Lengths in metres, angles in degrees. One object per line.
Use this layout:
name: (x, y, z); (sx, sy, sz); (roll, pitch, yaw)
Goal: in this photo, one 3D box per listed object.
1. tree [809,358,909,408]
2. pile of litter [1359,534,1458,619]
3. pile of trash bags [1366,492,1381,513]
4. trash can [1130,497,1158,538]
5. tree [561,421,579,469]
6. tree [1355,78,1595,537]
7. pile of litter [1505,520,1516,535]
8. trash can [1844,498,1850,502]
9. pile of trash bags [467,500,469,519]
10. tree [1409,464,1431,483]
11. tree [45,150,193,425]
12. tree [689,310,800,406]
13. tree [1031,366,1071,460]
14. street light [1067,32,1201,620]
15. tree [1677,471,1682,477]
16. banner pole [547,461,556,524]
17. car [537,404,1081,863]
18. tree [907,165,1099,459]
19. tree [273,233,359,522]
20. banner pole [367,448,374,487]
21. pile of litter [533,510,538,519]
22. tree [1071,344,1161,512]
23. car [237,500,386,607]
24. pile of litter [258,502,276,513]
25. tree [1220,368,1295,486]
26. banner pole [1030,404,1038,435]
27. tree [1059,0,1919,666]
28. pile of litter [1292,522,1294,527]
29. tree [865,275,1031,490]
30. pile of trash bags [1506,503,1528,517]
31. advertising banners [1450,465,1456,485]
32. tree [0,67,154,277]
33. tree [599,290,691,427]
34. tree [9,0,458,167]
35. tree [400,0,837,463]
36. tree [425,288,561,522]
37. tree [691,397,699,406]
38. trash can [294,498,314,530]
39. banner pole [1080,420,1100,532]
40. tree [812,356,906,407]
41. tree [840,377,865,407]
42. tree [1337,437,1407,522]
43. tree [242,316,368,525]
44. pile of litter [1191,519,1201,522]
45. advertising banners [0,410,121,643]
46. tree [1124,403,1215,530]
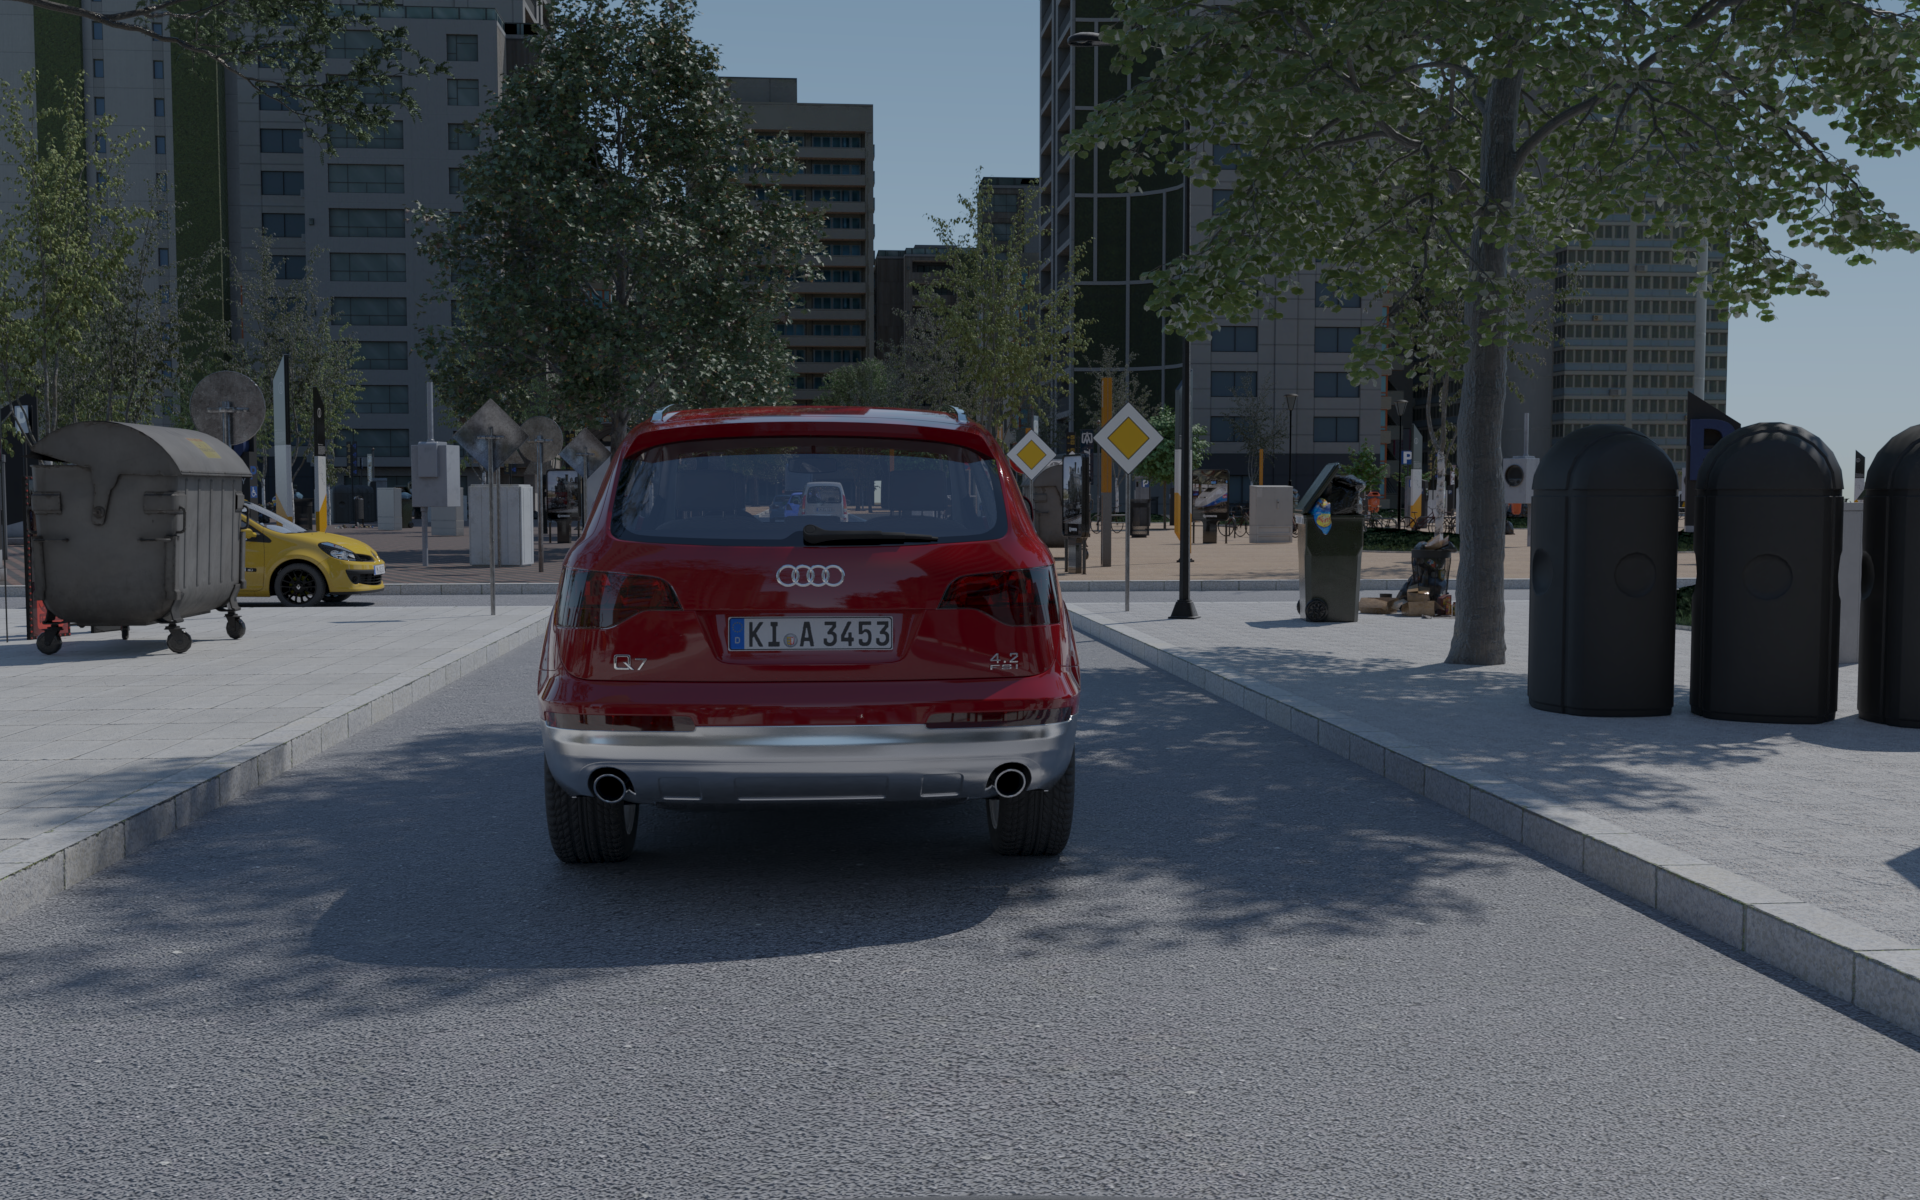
tree: (-6.263, -11.257, 118.465); (8.767, 10.594, 7.601); (-2, 4, -28)
pile of litter: (4.844, -0.280, 18.548); (1.176, 0.858, 1.719); (0, 4, 1)
pile of trash bags: (17.250, -4.161, 77.793); (3.447, 1.369, 1.912); (-1, 4, -11)
trash can: (5.274, -2.406, 50.991); (0.748, 1.137, 0.748); (0, 3, 0)
tree: (-18.976, -7.953, 80.398); (4.737, 8.622, 4.395); (0, 3, 0)
tree: (8.718, -4.897, 30.424); (4.360, 8.622, 3.978); (0, 3, 0)
pile of litter: (16.762, -2.493, 54.719); (1.719, 0.858, 1.176); (0, 4, 0)
trash can: (29.677, -2.873, 58.625); (0.748, 1.137, 0.748); (0, 3, 0)
pile of trash bags: (-24.420, -4.973, 91.058); (3.447, 1.369, 1.912); (1, 4, 10)
tree: (20.843, -5.183, 79.337); (1.663, 3.219, 1.824); (0, 3, 0)
tree: (-18.311, -5.365, 38.088); (4.360, 8.622, 3.978); (0, 3, 0)
tree: (-13.564, -11.596, 107.729); (7.486, 12.596, 7.792); (0, 3, 0)
tree: (4.538, -9.173, 100.340); (4.360, 8.622, 3.978); (0, 3, 0)
street light: (1.777, -2.759, 17.656); (1.470, 5.913, 1.316); (0, 4, -5)
tree: (28.772, -4.436, 67.125); (1.663, 3.219, 1.824); (0, 3, 0)
banner pole: (-17.593, -5.122, 73.754); (0.401, 3.779, 0.863); (2, 4, 28)
car: (-0.701, 0.021, 8.329); (2.281, 1.827, 5.304); (0, 4, -5)
tree: (0.928, -5.475, 39.877); (4.737, 8.622, 4.395); (0, 3, 0)
tree: (-18.542, -5.959, 47.787); (4.360, 8.622, 3.978); (0, 3, 0)
banner pole: (-32.091, -6.388, 94.455); (0.863, 3.779, 0.401); (3, 5, 42)
pile of litter: (-21.940, -4.496, 87.475); (1.719, 0.858, 1.176); (-2, 4, -24)
tree: (7.724, -8.204, 84.494); (4.360, 8.622, 3.978); (0, 3, 0)
car: (-9.456, -0.731, 22.180); (3.980, 1.641, 2.015); (0, 4, -5)
pile of litter: (-36.722, -4.743, 91.507); (1.176, 0.858, 1.719); (2, 4, 34)
tree: (17.414, -9.265, 101.843); (4.360, 8.622, 3.978); (0, 3, 0)
banner pole: (2.077, -3.572, 48.427); (0.401, 3.779, 0.863); (1, 4, 19)
tree: (4.330, -5.800, 12.954); (7.486, 12.596, 7.792); (0, 3, 0)
pile of litter: (10.759, -2.727, 58.550); (1.176, 0.858, 1.719); (3, 4, 38)
tree: (-0.354, -6.627, 58.713); (4.360, 8.622, 3.978); (0, 3, 0)
pile of trash bags: (30.400, -4.952, 90.723); (3.447, 1.369, 1.912); (2, 4, 32)
advertising banners: (28.903, -6.555, 103.359); (2.074, 3.025, 0.090); (-2, 4, -34)
tree: (-15.890, -4.844, 29.568); (4.737, 8.622, 4.395); (0, 3, 0)
tree: (-10.377, -6.503, 56.685); (4.360, 8.622, 3.978); (0, 3, 0)
tree: (-6.123, -4.545, 8.731); (7.601, 10.594, 8.767); (0, 4, 4)
tree: (-7.565, -7.417, 38.283); (9.611, 12.733, 9.660); (0, 3, 0)
tree: (-16.359, -6.660, 59.254); (4.737, 8.622, 4.395); (0, 3, 0)
tree: (-11.861, -8.508, 73.515); (7.601, 10.594, 8.767); (-1, 4, -9)
trash can: (-21.509, -2.753, 56.658); (0.748, 1.137, 0.748); (0, 3, 0)
banner pole: (4.481, -4.217, 58.965); (0.863, 3.779, 0.401); (1, 4, 14)
tree: (-7.532, -12.495, 130.050); (9.928, 11.665, 9.643); (0, 3, 0)
tree: (-3.232, -7.885, 79.282); (4.360, 8.622, 3.978); (0, 3, 0)
tree: (13.739, -3.908, 58.500); (1.663, 3.219, 1.824); (0, 3, 0)
tree: (-26.084, -7.360, 70.699); (4.737, 8.622, 4.395); (0, 3, 0)
pile of litter: (10.425, -3.971, 78.895); (1.176, 0.858, 1.719); (0, 4, 8)
advertising banners: (-8.109, -1.173, 15.370); (0.090, 3.025, 2.074); (1, 4, 14)
tree: (7.493, -4.819, 62.502); (4.285, 4.588, 4.351); (0, 3, 0)
